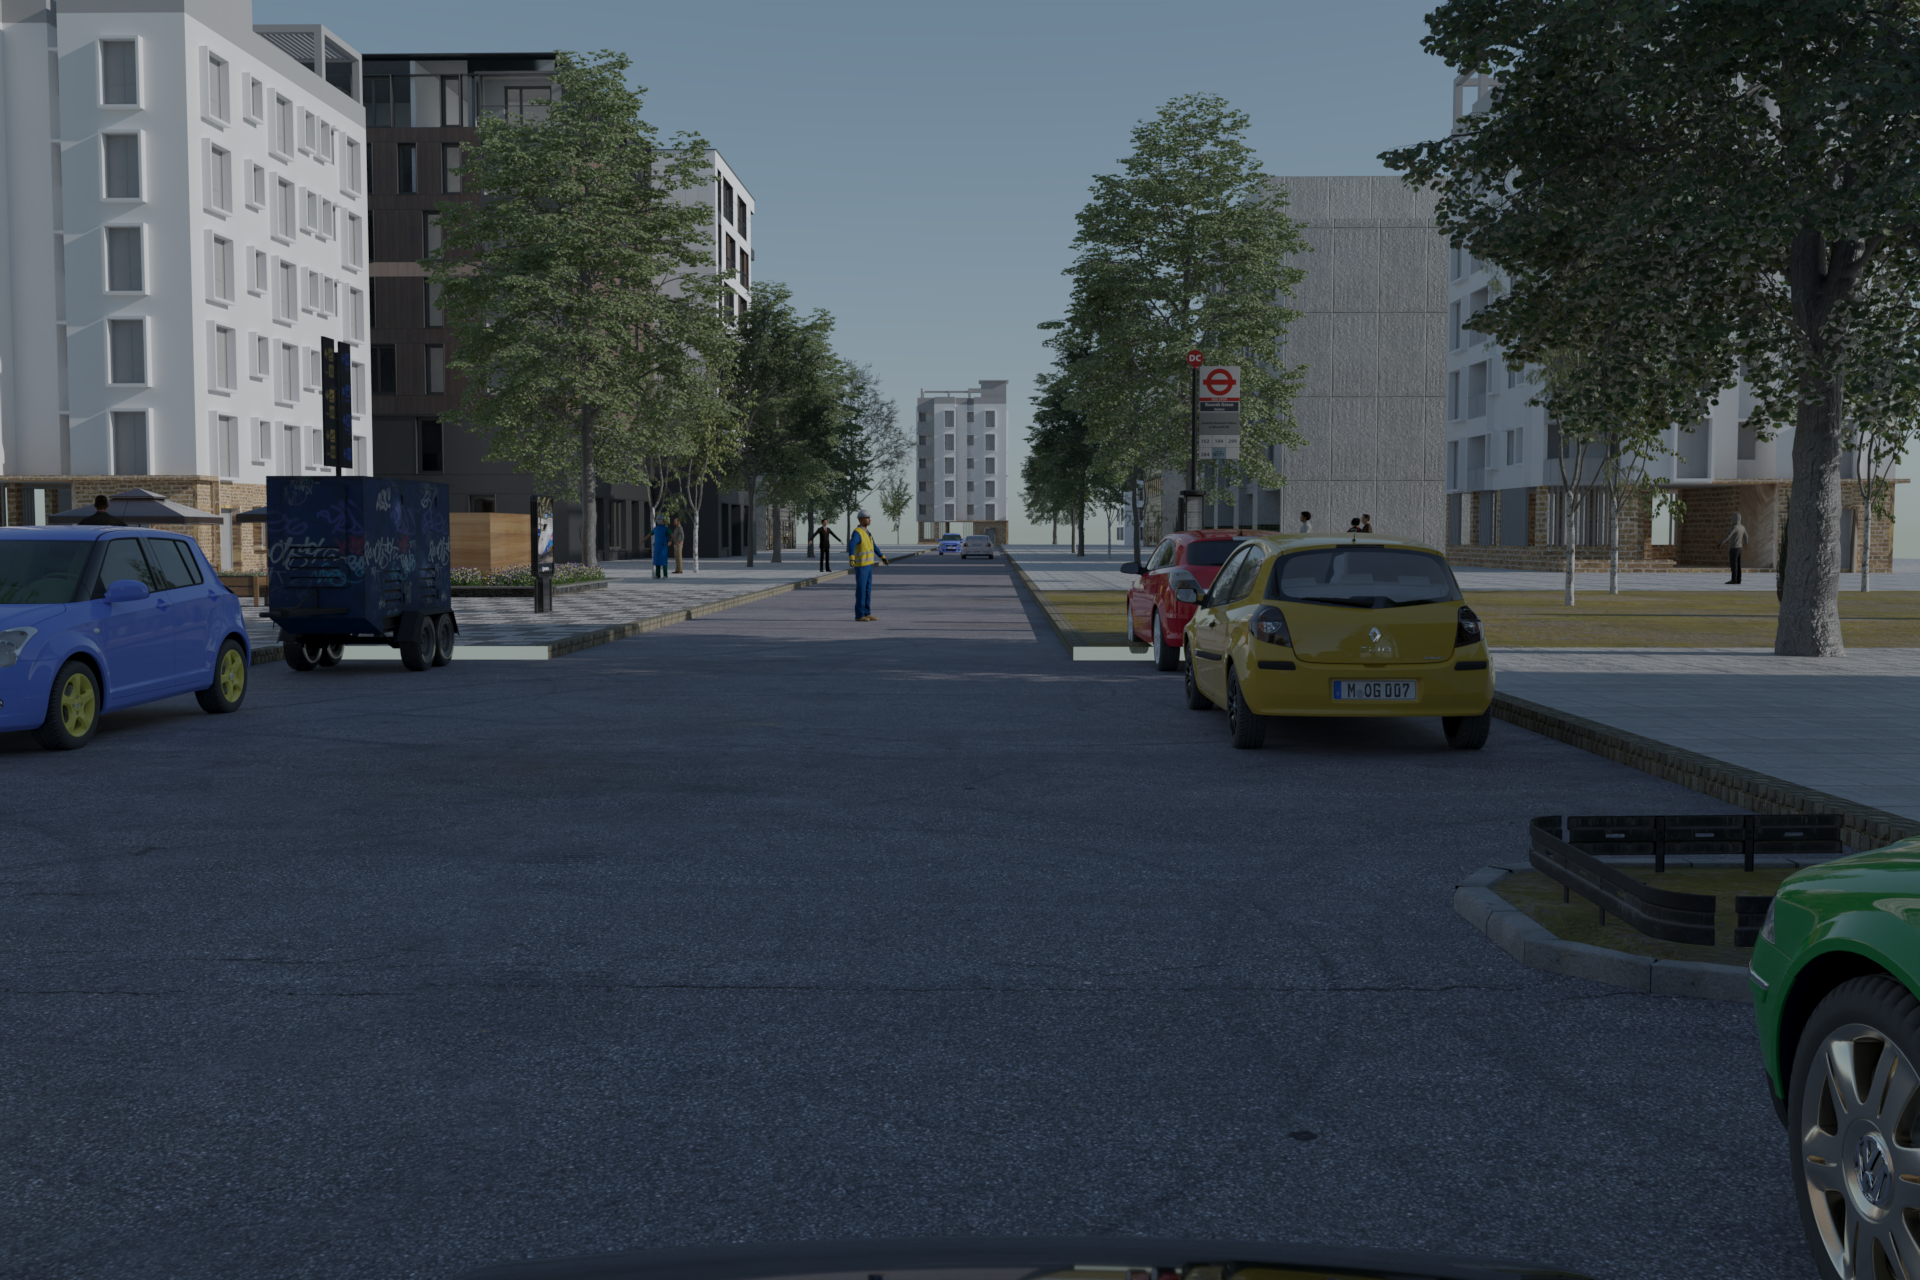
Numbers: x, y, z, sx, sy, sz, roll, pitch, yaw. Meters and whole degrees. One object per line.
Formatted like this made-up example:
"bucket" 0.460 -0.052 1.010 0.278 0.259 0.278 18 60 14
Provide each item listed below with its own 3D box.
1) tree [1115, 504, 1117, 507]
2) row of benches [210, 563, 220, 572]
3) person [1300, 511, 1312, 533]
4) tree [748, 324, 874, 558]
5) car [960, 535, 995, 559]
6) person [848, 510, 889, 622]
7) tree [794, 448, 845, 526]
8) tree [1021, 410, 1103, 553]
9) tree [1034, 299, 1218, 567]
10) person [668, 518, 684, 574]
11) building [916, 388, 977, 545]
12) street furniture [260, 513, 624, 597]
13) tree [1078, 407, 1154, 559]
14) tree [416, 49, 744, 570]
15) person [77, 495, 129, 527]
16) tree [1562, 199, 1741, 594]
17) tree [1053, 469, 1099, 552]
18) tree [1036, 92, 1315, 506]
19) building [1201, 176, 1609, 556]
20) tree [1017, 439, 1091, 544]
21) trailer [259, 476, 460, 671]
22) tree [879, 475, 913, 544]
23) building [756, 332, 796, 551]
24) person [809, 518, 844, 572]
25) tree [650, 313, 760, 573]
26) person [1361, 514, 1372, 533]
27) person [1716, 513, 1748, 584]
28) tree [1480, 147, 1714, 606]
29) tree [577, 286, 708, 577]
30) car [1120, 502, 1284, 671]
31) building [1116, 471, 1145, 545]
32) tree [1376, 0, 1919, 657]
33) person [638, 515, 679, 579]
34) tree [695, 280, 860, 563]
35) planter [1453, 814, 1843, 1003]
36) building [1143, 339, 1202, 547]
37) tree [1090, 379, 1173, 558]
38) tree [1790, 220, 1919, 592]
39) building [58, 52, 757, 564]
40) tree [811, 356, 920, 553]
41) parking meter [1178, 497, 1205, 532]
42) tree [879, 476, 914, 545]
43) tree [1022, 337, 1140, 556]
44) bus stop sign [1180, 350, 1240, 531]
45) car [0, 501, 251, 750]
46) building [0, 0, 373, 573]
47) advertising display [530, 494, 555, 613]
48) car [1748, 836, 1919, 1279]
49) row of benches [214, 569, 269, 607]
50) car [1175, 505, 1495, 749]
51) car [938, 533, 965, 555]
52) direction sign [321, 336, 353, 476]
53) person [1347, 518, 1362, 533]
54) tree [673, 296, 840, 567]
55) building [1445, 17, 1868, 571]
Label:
"tree" 22.620 -17.085 213.750 7.601 10.594 8.767 0 4 -1
"row of benches" -18.936 -1.483 39.710 4.104 0.672 1.422 1 4 15
"person" 7.905 -2.056 39.802 0.705 1.806 1.347 1 4 14
"tree" -8.554 -10.759 94.043 7.486 12.596 7.792 0 3 0
"car" 1.009 -5.383 100.369 2.083 1.381 4.827 0 4 1
"person" -1.556 -1.227 28.493 0.705 1.833 1.349 1 4 23
"tree" -18.136 -18.646 211.514 9.857 13.997 8.962 0 3 0
"tree" 7.319 -11.090 115.729 7.601 10.594 8.767 -3 4 -36
"tree" 6.178 -7.871 63.096 7.601 10.594 8.767 0 4 0
"person" -9.165 -3.051 56.148 0.705 1.796 1.348 -2 4 -27
"building" -4.968 -21.843 216.006 11.380 20.090 16.016 0 4 -8
"street furniture" -11.094 -1.856 37.205 11.010 1.723 9.812 0 4 0
"tree" 7.470 -8.402 87.731 4.360 8.622 3.978 0 3 0
"tree" -8.835 -7.499 40.740 7.486 12.596 7.792 0 3 0
"person" -11.437 -1.033 23.117 1.346 1.802 0.704 -2 4 -25
"tree" 14.159 -5.286 36.781 4.737 8.622 4.395 0 3 0
"tree" 8.492 -10.630 124.169 4.737 8.622 4.395 0 3 0
"tree" 5.742 -7.784 45.399 7.486 12.596 7.792 0 3 0
"building" 23.401 -13.930 94.215 16.747 18.905 31.486 0 4 1
"tree" 11.956 -18.913 215.876 9.857 13.997 8.962 0 3 0
"trailer" -6.291 -0.652 17.708 1.471 1.999 3.904 0 4 1
"tree" -7.980 -16.253 216.095 4.737 8.622 4.395 0 3 0
"building" -23.872 -19.046 142.334 19.493 23.208 18.063 0 4 1
"person" -4.551 -3.196 58.440 1.347 1.806 0.705 -2 4 -34
"tree" -8.708 -6.529 57.116 4.737 8.622 4.395 0 3 0
"person" 10.657 -2.415 45.629 0.704 1.812 1.346 1 4 10
"person" 19.799 -2.333 44.272 1.348 1.813 0.705 -3 4 -36
"tree" 10.947 -4.937 31.088 4.360 8.622 3.978 0 3 0
"tree" -8.958 -6.167 51.196 4.360 8.622 3.978 0 3 0
"car" 2.934 -0.645 19.580 2.155 1.783 4.494 0 4 0
"building" 22.875 -15.416 194.190 9.099 9.664 28.070 0 4 1
"tree" 8.971 -6.816 18.091 9.857 13.997 8.962 0 3 0
"person" -8.494 -2.627 49.081 1.347 1.817 0.704 1 4 23
"tree" -8.407 -9.796 78.299 7.486 12.596 7.792 0 3 0
"planter" 2.872 0.913 6.211 1.991 0.319 1.994 0 4 1
"building" 28.088 -20.671 168.906 19.493 23.208 18.063 0 4 1
"tree" 7.538 -7.405 71.442 4.360 8.622 3.978 0 3 0
"tree" 20.355 -5.372 38.194 4.737 8.622 4.395 0 3 0
"building" -26.911 -15.073 90.417 27.936 21.610 32.646 0 4 2
"tree" -7.591 -12.757 118.939 12.009 13.543 11.850 0 3 0
"parking meter" 3.667 -1.332 27.493 0.399 1.863 0.255 0 4 0
"tree" -7.796 -15.975 211.555 4.737 8.622 4.395 0 3 0
"tree" 7.189 -11.105 99.689 7.486 12.596 7.792 0 3 0
"bus stop sign" 3.622 -2.231 25.184 0.855 3.939 0.416 0 4 2
"car" -6.677 -0.185 12.614 1.945 1.707 3.694 0 4 1
"building" -28.403 -12.154 55.144 16.016 20.090 11.380 0 4 1
"advertising display" -6.841 -1.417 28.390 0.123 1.923 0.974 0 4 2
"car" 2.439 0.441 1.588 1.959 1.807 4.718 0 3 0
"row of benches" -12.782 -0.929 30.657 4.104 0.672 1.422 0 4 -4
"car" 2.681 -0.168 12.970 2.015 1.641 3.980 0 4 1
"car" -0.560 -6.661 118.495 1.945 1.707 3.694 0 4 1
"direction sign" -7.280 -1.732 20.308 0.379 3.537 0.876 0 3 0
"person" 13.196 -3.152 57.675 1.345 1.843 0.704 3 5 42
"tree" -7.877 -8.113 67.054 7.601 10.594 8.767 -3 5 -43
"building" 25.117 -13.036 69.559 16.016 20.090 11.380 0 4 1
